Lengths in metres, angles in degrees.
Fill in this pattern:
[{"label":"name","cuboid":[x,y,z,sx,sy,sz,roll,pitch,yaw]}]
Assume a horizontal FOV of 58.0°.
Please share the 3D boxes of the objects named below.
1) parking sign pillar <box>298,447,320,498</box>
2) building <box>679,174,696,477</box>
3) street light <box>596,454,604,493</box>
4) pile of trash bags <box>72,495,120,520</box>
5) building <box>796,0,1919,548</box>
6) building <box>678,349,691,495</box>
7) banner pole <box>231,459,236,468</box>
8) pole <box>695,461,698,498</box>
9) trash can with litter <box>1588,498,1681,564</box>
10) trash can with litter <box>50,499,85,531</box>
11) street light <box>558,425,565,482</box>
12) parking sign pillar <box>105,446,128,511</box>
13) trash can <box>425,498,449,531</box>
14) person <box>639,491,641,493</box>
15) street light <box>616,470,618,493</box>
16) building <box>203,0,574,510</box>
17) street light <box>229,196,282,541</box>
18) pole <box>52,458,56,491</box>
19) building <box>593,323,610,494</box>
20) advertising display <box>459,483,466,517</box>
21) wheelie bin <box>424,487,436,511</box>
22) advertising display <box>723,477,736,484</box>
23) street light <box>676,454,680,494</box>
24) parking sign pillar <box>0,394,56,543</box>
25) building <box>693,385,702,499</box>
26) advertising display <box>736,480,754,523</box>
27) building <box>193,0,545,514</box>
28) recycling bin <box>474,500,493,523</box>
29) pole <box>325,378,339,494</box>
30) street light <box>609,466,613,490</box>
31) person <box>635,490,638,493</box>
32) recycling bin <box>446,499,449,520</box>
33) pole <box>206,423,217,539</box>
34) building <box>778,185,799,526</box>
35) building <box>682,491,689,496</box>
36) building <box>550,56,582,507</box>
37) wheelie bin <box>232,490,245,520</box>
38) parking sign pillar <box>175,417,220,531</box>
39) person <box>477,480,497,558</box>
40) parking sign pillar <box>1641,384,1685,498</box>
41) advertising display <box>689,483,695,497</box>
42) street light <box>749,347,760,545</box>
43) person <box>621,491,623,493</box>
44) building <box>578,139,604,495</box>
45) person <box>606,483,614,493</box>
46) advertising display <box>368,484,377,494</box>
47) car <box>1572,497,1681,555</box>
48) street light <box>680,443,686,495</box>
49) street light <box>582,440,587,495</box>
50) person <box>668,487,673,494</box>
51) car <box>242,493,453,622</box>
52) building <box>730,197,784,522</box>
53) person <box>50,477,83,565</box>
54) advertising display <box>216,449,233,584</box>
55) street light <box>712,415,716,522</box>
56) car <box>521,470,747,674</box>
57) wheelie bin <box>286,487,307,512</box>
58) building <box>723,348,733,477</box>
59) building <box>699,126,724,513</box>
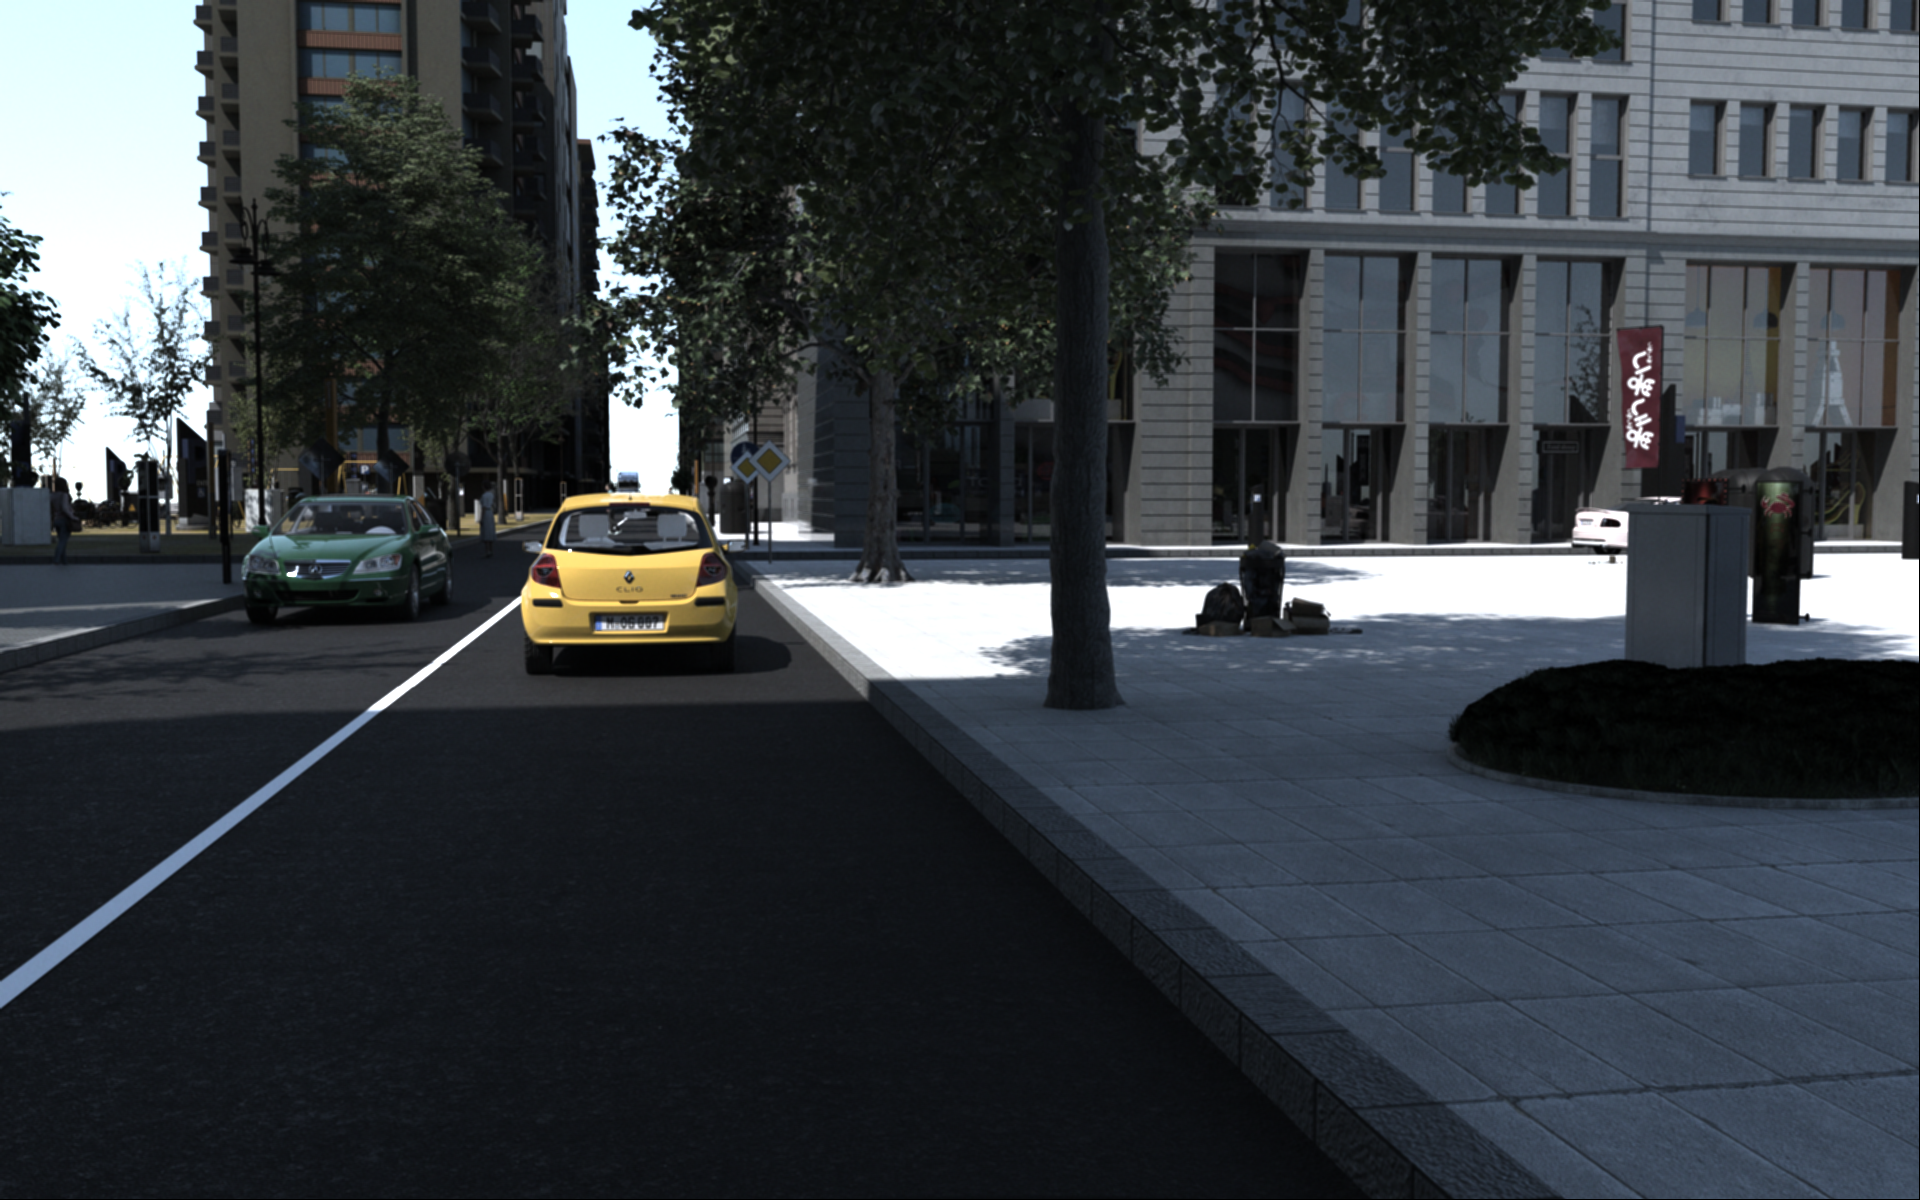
[{"label":"parking sign pillar","cuboid":[-31.639,-5.854,84.191,1.447,3.967,1.447,3,5,42]},{"label":"building","cuboid":[-24.951,-34.784,223.337,22.147,44.769,28.867,-1,4,-10]},{"label":"street light","cuboid":[-38.666,-12.992,185.206,0.468,5.910,1.993,-1,4,-10]},{"label":"pile of trash bags","cuboid":[-43.522,-4.666,86.034,3.447,1.369,1.912,0,4,7]},{"label":"building","cuboid":[10.603,-16.545,48.005,29.804,29.767,11.434,-1,4,-10]},{"label":"building","cuboid":[-35.912,-30.142,264.521,14.160,30.474,14.107,-1,4,-10]},{"label":"banner pole","cuboid":[-45.325,-7.187,107.532,0.863,3.779,0.401,-1,4,-16]},{"label":"pole","cuboid":[-15.853,-6.752,104.239,0.158,3.312,0.155,0,3,0]},{"label":"trash can with litter","cuboid":[12.689,-1.274,31.896,2.233,1.210,1.678,0,4,7]},{"label":"trash can with litter","cuboid":[-31.847,-3.078,61.387,1.678,1.210,2.233,1,4,20]},{"label":"street light","cuboid":[-26.281,-8.656,114.320,0.468,5.910,1.993,-1,4,-10]},{"label":"parking sign pillar","cuboid":[-47.939,-6.732,98.532,1.447,3.967,1.447,1,4,12]},{"label":"trash can","cuboid":[-17.426,-2.818,57.734,0.748,1.137,0.748,0,3,0]},{"label":"person","cuboid":[-32.143,-10.140,174.739,0.568,1.767,0.683,1,4,16]},{"label":"street light","cuboid":[-52.864,-18.000,267.093,0.468,5.910,1.993,-1,4,-10]},{"label":"building","cuboid":[-48.346,-34.387,151.462,28.713,52.752,27.495,-1,4,-10]},{"label":"street light","cuboid":[-11.022,-3.330,27.228,0.468,5.910,1.993,-1,4,-10]},{"label":"pole","cuboid":[-51.283,-6.379,98.141,0.158,3.312,0.155,0,3,0]},{"label":"building","cuboid":[-59.608,-29.754,258.175,14.160,30.474,14.107,-1,4,-10]},{"label":"advertising display","cuboid":[-27.993,-5.595,96.691,0.974,1.923,0.123,2,4,29]},{"label":"wheelie bin","cuboid":[-24.835,-4.460,80.823,0.693,1.594,0.980,-1,4,-9]},{"label":"advertising display","cuboid":[-8.637,-3.633,64.609,0.123,1.923,0.974,-2,4,-24]},{"label":"street light","cuboid":[-30.364,-13.196,188.535,0.468,5.910,1.993,-1,4,-10]},{"label":"parking sign pillar","cuboid":[-24.634,-3.489,45.511,1.447,3.967,1.447,-2,4,-29]},{"label":"building","cuboid":[-12.918,-20.266,176.388,27.650,21.520,28.899,-1,4,-10]},{"label":"advertising display","cuboid":[-9.703,-4.435,77.732,0.974,1.923,0.123,-3,4,-38]},{"label":"building","cuboid":[-41.381,-28.705,123.958,22.147,44.769,28.867,-1,4,-10]},{"label":"recycling bin","cuboid":[-21.308,-3.970,77.465,0.722,1.027,0.722,-1,4,-21]},{"label":"pole","cuboid":[-11.111,-2.252,30.670,0.158,3.312,0.155,0,3,0]},{"label":"street light","cuboid":[-46.570,-15.807,231.237,0.468,5.910,1.993,-1,4,-10]},{"label":"person","cuboid":[-25.844,-7.914,138.422,0.617,1.759,0.750,0,4,-7]},{"label":"recycling bin","cuboid":[-25.829,-4.482,85.837,0.722,1.027,0.722,3,4,37]},{"label":"pole","cuboid":[-21.463,-3.413,49.639,0.158,3.312,0.155,0,3,0]},{"label":"building","cuboid":[0.050,-17.090,66.814,14.401,28.519,23.554,-1,4,-10]},{"label":"building","cuboid":[-29.586,-49.452,246.789,20.563,71.187,20.611,-1,4,-10]},{"label":"building","cuboid":[-45.462,-32.003,173.360,14.600,45.320,14.200,-1,4,-10]},{"label":"wheelie bin","cuboid":[-36.250,-4.840,87.040,0.693,1.594,0.980,1,4,17]},{"label":"parking sign pillar","cuboid":[-27.026,-4.454,61.302,1.447,3.967,1.447,1,4,23]},{"label":"person","cuboid":[-10.722,-1.832,39.015,0.524,1.755,0.480,1,4,12]},{"label":"parking sign pillar","cuboid":[17.530,-3.347,43.203,1.447,3.967,1.447,0,4,-7]},{"label":"advertising display","cuboid":[-15.248,-5.712,98.605,0.123,1.923,0.974,0,4,2]},{"label":"street light","cuboid":[-5.121,-4.314,43.318,0.468,5.910,1.993,-1,4,-10]},{"label":"person","cuboid":[-32.182,-9.489,164.582,0.756,1.711,0.436,2,4,24]},{"label":"building","cuboid":[-54.732,-33.798,207.214,22.147,44.769,28.867,-1,4,-10]},{"label":"person","cuboid":[-12.327,-3.241,61.505,0.620,1.820,0.660,-1,4,-8]},{"label":"advertising display","cuboid":[-36.319,-6.260,107.559,0.974,1.923,0.123,0,4,0]},{"label":"car","cuboid":[16.182,-1.619,38.829,4.827,1.381,2.083,-1,4,-10]},{"label":"street light","cuboid":[-24.321,-11.054,153.516,0.468,5.910,1.993,-1,4,-10]},{"label":"street light","cuboid":[-32.339,-10.798,149.337,0.468,5.910,1.993,-1,4,-10]},{"label":"person","cuboid":[-15.656,-5.166,93.138,0.473,1.802,0.592,2,4,33]},{"label":"car","cuboid":[-7.320,-0.565,21.035,2.131,1.459,4.920,-1,4,-9]},{"label":"building","cuboid":[-6.538,-14.579,87.525,9.793,20.994,18.267,-1,4,-10]},{"label":"person","cuboid":[-16.597,-1.400,31.980,0.593,1.750,0.643,2,4,28]},{"label":"advertising display","cuboid":[-10.632,-1.216,25.090,0.123,1.923,0.974,-1,4,-20]},{"label":"street light","cuboid":[-11.189,-6.462,78.442,0.468,5.910,1.993,-1,4,-10]},{"label":"car","cuboid":[-2.876,-0.312,15.319,2.015,1.641,3.980,-1,4,-9]},{"label":"wheelie bin","cuboid":[-31.034,-4.471,81.001,0.980,1.594,0.693,0,4,-7]},{"label":"building","cuboid":[-8.962,-15.369,106.042,10.420,20.320,16.860,-1,4,-10]},{"label":"building","cuboid":[-11.685,-21.600,124.864,14.160,30.474,14.107,-1,4,-10]}]
